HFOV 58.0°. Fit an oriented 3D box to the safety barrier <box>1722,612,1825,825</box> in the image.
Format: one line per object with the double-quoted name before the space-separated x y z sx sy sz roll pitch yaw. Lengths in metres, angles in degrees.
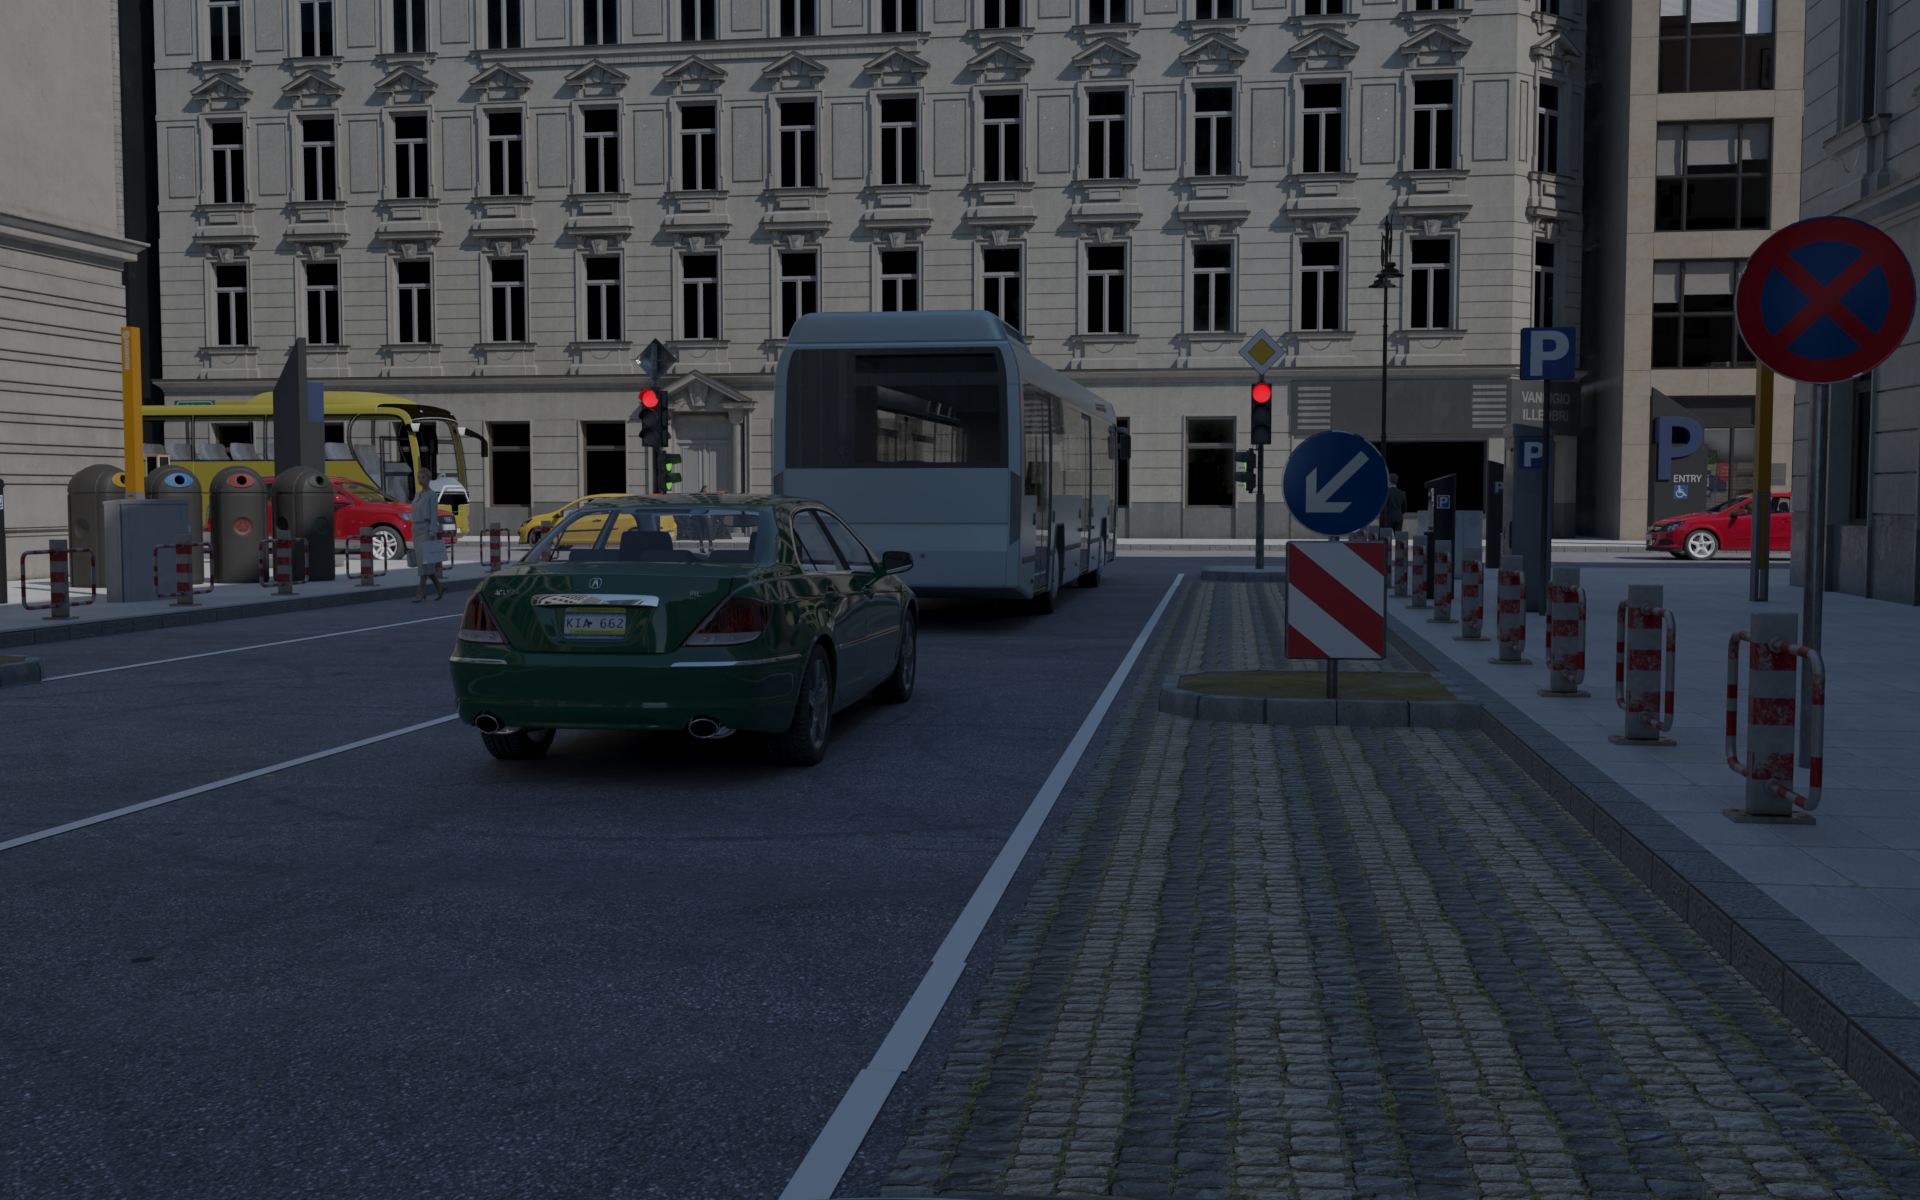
"safety barrier" 3.182 0.458 6.792 0.300 0.817 1.120 1 4 9

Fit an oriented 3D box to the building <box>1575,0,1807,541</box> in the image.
"building" 36.402 -15.238 53.649 34.151 26.468 19.350 1 4 9

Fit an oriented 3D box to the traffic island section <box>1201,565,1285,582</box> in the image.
"traffic island section" 5.155 -0.453 29.684 2.009 0.180 2.903 1 4 9

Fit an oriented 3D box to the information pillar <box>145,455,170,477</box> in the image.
"information pillar" -15.037 -1.714 32.516 0.304 2.012 0.304 1 4 19

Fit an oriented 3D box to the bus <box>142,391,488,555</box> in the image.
"bus" -17.946 -3.115 42.476 12.252 3.916 2.896 1 4 9

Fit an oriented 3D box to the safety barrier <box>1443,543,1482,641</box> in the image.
"safety barrier" 4.492 -0.056 15.192 0.300 0.817 1.120 1 4 9

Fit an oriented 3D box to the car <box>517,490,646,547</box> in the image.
"car" -9.225 -2.063 43.952 3.980 1.641 2.015 1 4 10

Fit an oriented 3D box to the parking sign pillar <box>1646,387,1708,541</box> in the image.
"parking sign pillar" 18.054 -3.368 43.532 1.447 3.967 1.447 0 4 3

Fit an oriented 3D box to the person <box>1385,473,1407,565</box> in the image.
"person" 8.768 -1.653 35.302 0.659 1.850 0.755 -1 4 -14

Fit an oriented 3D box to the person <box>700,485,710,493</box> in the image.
"person" -6.077 -1.947 41.803 0.593 1.643 0.415 1 4 13

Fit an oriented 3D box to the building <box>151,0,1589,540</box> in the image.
"building" -2.516 -17.222 57.991 44.131 29.872 17.030 1 4 9

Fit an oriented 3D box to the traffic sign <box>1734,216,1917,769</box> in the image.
"traffic sign" 3.980 -0.486 8.049 0.768 2.556 0.104 1 4 14

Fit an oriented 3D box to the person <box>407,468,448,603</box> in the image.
"person" -7.068 -0.868 23.052 0.624 1.780 0.694 -3 5 -39

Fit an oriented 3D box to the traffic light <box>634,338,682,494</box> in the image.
"traffic light" -5.469 -2.586 31.204 0.839 4.253 0.868 1 4 9

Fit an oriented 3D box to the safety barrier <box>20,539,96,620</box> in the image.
"safety barrier" -9.221 -0.211 17.732 0.300 0.817 1.120 1 4 9

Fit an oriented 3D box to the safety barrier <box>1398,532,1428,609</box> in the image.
"safety barrier" 5.146 -0.313 19.390 0.300 0.817 1.120 1 4 9

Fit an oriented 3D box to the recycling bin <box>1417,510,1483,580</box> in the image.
"recycling bin" 7.441 -0.842 26.328 0.722 1.027 0.722 -1 4 -17

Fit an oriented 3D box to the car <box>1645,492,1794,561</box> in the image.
"car" 17.344 -1.758 37.787 4.494 1.783 2.155 1 4 9

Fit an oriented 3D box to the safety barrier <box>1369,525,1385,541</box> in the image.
"safety barrier" 5.801 -0.570 23.592 0.300 0.817 1.120 1 4 9

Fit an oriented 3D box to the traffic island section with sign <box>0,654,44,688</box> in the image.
"traffic island section with sign" -8.058 -0.258 12.853 1.989 1.847 2.006 1 4 9

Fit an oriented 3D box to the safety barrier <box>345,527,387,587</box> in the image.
"safety barrier" -8.235 -0.598 24.046 0.300 0.817 1.120 1 4 9

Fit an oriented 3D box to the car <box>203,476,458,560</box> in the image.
"car" -13.223 -1.704 36.535 5.304 1.827 2.281 1 4 9

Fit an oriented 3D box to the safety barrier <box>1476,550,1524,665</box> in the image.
"safety barrier" 4.165 0.072 13.093 0.300 0.817 1.120 1 4 9

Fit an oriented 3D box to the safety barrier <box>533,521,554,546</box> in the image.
"safety barrier" -7.251 -0.983 30.343 0.300 0.817 1.120 1 4 9

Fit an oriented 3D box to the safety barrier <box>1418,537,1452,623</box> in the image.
"safety barrier" 4.819 -0.184 17.291 0.300 0.817 1.120 1 4 9

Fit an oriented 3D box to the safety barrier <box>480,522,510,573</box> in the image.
"safety barrier" -7.578 -0.854 28.244 0.300 0.817 1.120 1 4 9

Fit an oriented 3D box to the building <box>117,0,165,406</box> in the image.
"building" -32.598 -14.127 60.652 15.834 23.373 12.332 1 4 9

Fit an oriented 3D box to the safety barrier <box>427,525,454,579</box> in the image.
"safety barrier" -7.904 -0.726 26.145 0.300 0.817 1.120 1 4 9

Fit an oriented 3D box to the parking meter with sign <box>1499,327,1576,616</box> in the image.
"parking meter with sign" 6.254 -1.391 19.003 0.543 3.016 1.738 0 4 8

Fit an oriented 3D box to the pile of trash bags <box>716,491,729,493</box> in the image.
"pile of trash bags" -11.691 -4.608 85.090 1.912 1.369 3.447 3 5 43

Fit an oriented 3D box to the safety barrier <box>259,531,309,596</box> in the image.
"safety barrier" -8.559 -0.469 21.946 0.300 0.817 1.120 1 4 9

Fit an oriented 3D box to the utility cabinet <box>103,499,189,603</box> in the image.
"utility cabinet" -9.820 -0.598 20.937 0.306 1.237 1.020 1 4 22

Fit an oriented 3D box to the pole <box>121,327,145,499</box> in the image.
"pole" -10.146 -1.678 21.278 0.158 3.312 0.155 0 3 0

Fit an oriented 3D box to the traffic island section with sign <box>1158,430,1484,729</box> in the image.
"traffic island section with sign" 2.350 -0.180 11.577 1.989 1.847 2.006 1 4 9

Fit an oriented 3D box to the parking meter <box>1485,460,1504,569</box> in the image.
"parking meter" 9.291 -1.477 29.863 0.399 1.863 0.255 1 4 9

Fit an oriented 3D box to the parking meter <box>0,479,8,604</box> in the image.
"parking meter" -11.346 -0.721 20.207 0.372 1.533 0.369 0 3 0

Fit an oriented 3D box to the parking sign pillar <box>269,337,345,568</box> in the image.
"parking sign pillar" -11.629 -2.568 30.458 1.447 3.967 1.447 -3 5 -41

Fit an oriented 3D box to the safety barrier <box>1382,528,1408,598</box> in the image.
"safety barrier" 5.477 -0.441 21.492 0.300 0.817 1.120 1 4 9

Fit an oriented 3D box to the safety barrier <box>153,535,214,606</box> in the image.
"safety barrier" -8.886 -0.341 19.843 0.300 0.817 1.120 1 4 9

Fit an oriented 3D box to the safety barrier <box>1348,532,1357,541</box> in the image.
"safety barrier" 6.458 -0.827 27.798 0.300 0.817 1.120 1 4 9

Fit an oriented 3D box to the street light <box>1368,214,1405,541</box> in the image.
"street light" 7.081 -3.432 28.903 0.468 5.910 1.993 1 4 9

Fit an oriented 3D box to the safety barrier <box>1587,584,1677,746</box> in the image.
"safety barrier" 3.510 0.329 8.891 0.300 0.817 1.120 1 4 9

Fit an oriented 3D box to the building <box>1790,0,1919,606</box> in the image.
"building" 16.131 -13.738 1.038 17.030 29.872 44.131 1 4 9

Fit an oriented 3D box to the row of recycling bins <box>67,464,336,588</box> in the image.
"row of recycling bins" -10.812 -1.082 24.802 3.534 1.692 1.069 -3 4 -38

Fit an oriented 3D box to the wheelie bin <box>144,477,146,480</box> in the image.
"wheelie bin" -15.057 -1.455 31.704 0.693 1.594 0.980 1 4 17

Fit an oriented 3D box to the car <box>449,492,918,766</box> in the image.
"car" -1.437 0.070 10.657 2.131 1.459 4.920 0 4 8

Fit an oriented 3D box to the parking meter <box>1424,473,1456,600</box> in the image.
"parking meter" 5.859 -0.780 21.164 0.372 1.533 0.369 0 3 0

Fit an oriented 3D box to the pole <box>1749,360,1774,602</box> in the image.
"pole" 9.549 -1.637 20.605 0.158 3.312 0.155 0 3 0

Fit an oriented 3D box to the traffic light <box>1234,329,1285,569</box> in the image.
"traffic light" 5.117 -2.487 29.576 0.839 4.253 0.868 1 4 9

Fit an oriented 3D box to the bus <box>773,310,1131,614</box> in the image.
"bus" 0.472 -1.782 23.993 2.948 3.499 13.247 1 4 10

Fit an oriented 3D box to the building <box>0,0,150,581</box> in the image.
"building" -23.937 -11.494 24.083 21.152 22.565 11.583 1 4 9

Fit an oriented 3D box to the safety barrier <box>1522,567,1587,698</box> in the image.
"safety barrier" 3.839 0.201 10.993 0.300 0.817 1.120 1 4 9

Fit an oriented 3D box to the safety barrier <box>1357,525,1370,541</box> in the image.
"safety barrier" 6.132 -0.699 25.697 0.300 0.817 1.120 1 4 9
